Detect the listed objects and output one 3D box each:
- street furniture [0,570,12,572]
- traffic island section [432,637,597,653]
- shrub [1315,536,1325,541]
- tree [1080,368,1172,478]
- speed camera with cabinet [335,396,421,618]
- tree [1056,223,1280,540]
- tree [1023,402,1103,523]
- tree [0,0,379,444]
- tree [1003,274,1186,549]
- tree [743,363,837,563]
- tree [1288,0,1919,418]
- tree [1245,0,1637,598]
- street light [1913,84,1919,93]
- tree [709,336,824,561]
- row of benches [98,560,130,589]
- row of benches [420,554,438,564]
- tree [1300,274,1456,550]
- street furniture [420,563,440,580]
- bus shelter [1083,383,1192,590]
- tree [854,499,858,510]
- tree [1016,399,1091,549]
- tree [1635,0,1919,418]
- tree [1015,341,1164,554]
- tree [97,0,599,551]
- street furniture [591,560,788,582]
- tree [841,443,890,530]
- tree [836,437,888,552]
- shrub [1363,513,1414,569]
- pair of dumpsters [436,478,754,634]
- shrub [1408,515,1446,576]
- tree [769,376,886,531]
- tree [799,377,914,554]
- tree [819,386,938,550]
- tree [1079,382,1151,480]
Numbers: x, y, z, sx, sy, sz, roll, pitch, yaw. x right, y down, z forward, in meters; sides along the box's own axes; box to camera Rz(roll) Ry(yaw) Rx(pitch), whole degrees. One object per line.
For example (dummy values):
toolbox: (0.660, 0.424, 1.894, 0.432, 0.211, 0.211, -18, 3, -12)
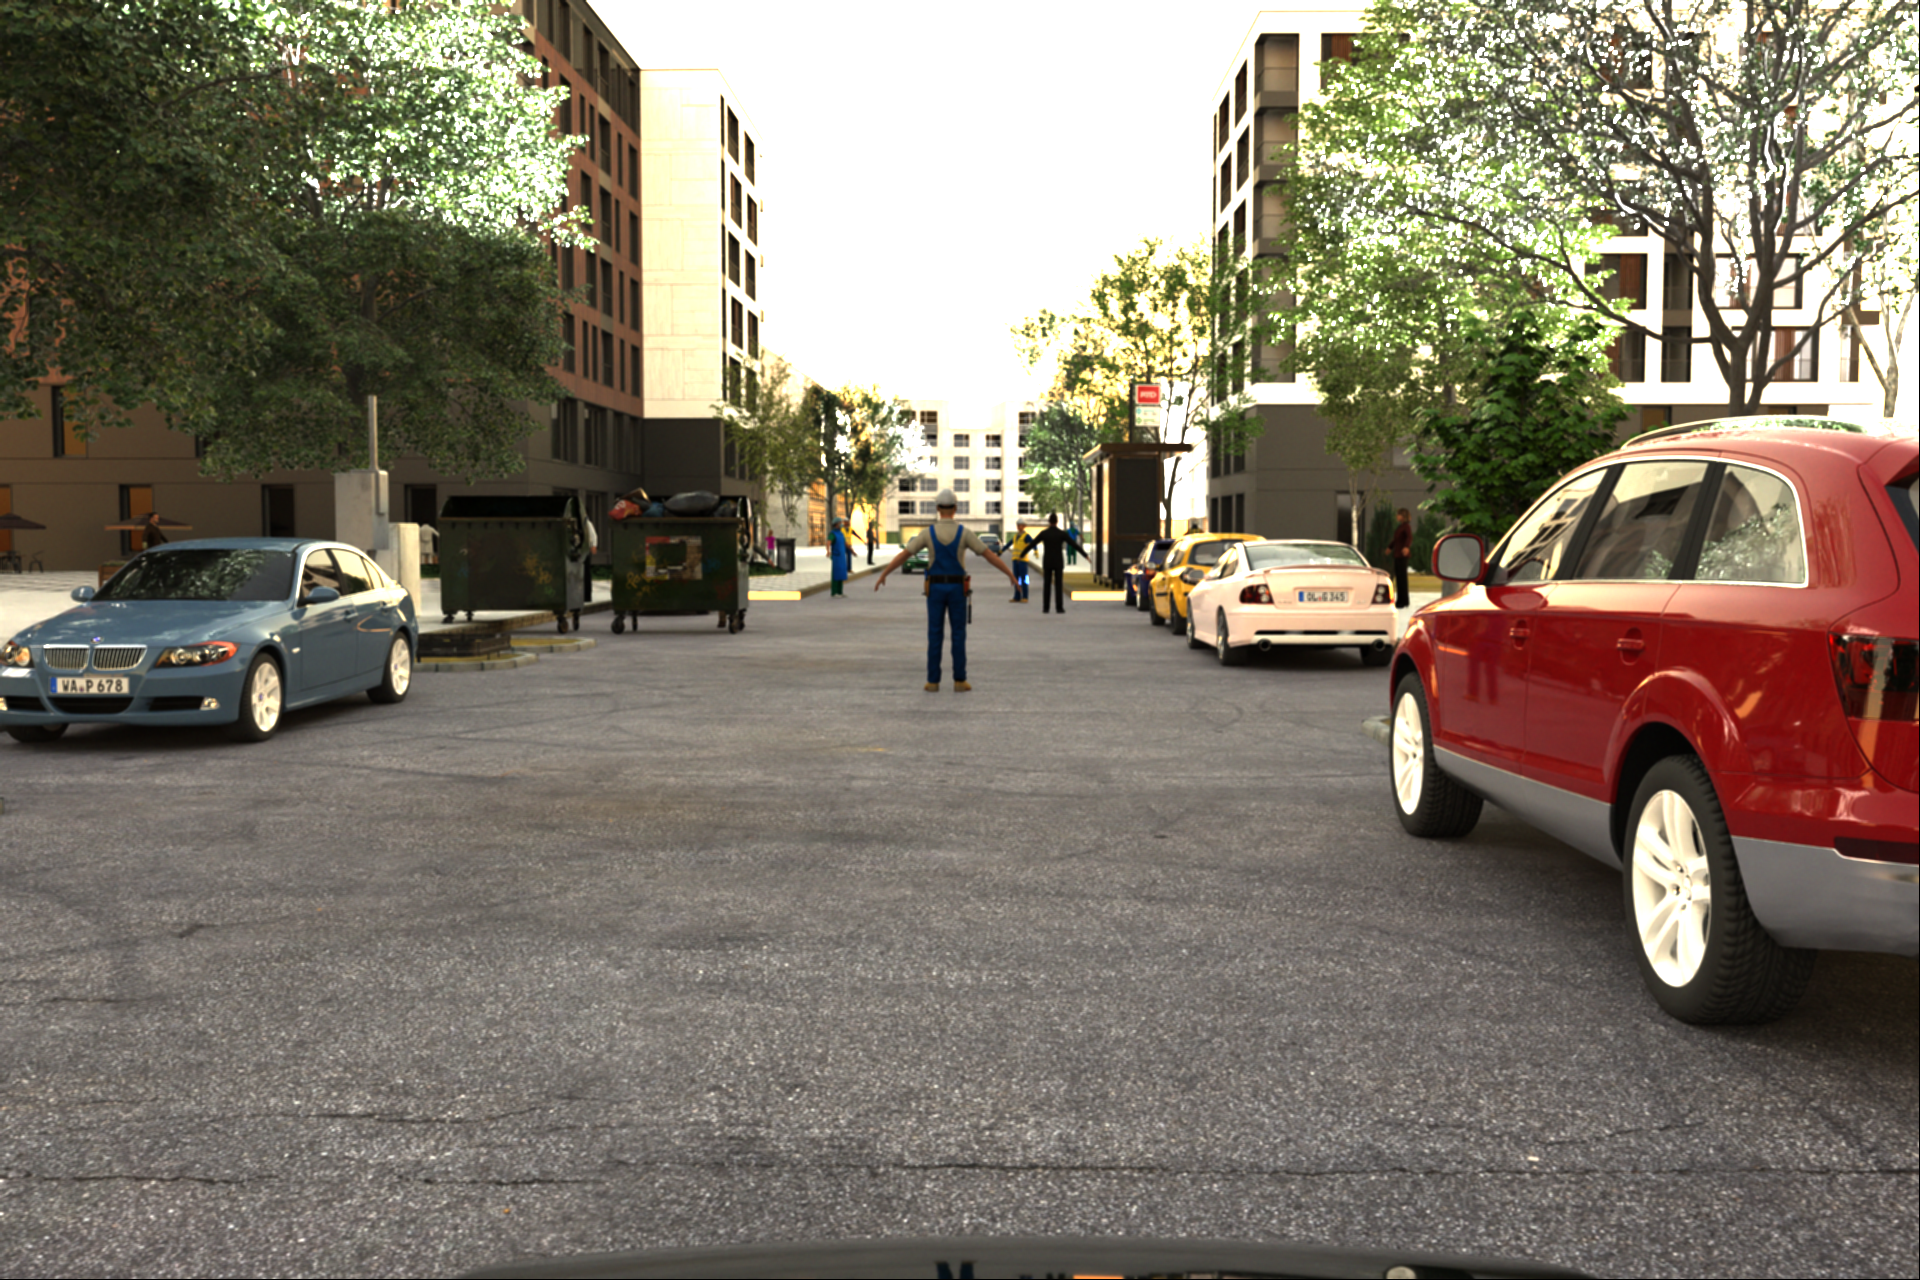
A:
street furniture: (-31.697, -2.599, 49.341, 11.010, 1.723, 9.812, 2, 4, 25)
traffic island section: (-5.650, 0.071, 21.700, 1.991, 0.108, 1.994, 0, 4, 1)
shrub: (11.752, -2.792, 56.761, 1.383, 1.207, 1.383, 0, 3, 0)
tree: (8.005, -7.700, 76.252, 4.360, 8.622, 3.978, 0, 3, 0)
speed camera with cabinet: (-8.582, -1.909, 25.547, 0.660, 3.252, 2.038, 0, 4, 1)
tree: (7.083, -8.138, 58.817, 9.928, 11.665, 9.643, 0, 3, 0)
tree: (8.720, -12.886, 136.440, 9.928, 11.665, 9.643, 0, 3, 0)
tree: (-11.225, -6.818, 18.129, 9.857, 13.997, 8.962, 0, 3, 0)
tree: (9.839, -16.465, 125.093, 12.611, 20.169, 13.585, 0, 3, 0)
tree: (-7.728, -7.638, 75.237, 4.360, 8.622, 3.978, 0, 3, 0)
tree: (9.849, -6.808, 21.681, 12.009, 13.543, 11.850, 0, 3, 0)
tree: (9.312, -7.080, 33.887, 7.486, 12.596, 7.792, 0, 3, 0)
street light: (7.766, -2.463, 13.056, 0.468, 5.910, 1.993, 0, 4, 1)
tree: (-7.393, -7.038, 65.439, 4.737, 8.622, 4.395, 0, 3, 0)
row of benches: (-18.423, -1.572, 41.159, 4.104, 0.672, 1.422, 0, 4, -2)
row of benches: (-17.826, -2.570, 57.479, 4.104, 0.672, 1.422, -1, 4, -22)
tree: (10.687, -5.938, 47.444, 4.360, 8.622, 3.978, 0, 3, 0)
street furniture: (-16.725, -2.134, 50.518, 10.072, 0.657, 5.734, 0, 4, 1)
bus shelter: (4.301, -4.053, 43.897, 2.179, 5.291, 8.768, 0, 4, 0)
tree: (-15.382, -17.223, 231.953, 4.737, 8.622, 4.395, 0, 3, 0)
tree: (8.420, -13.848, 144.547, 7.486, 12.596, 7.792, 0, 3, 0)
tree: (25.399, -11.878, 50.090, 12.611, 20.169, 13.585, 0, 3, 0)
tree: (8.414, -12.183, 109.563, 12.009, 13.543, 11.850, 0, 3, 0)
tree: (-11.748, -7.763, 33.575, 9.857, 13.997, 8.962, 0, 3, 0)
street furniture: (-8.111, -2.073, 49.523, 5.734, 0.657, 10.072, 0, 4, 8)
tree: (-7.243, -11.259, 134.448, 4.737, 8.622, 4.395, 0, 3, 0)
tree: (-7.005, -10.791, 126.801, 4.737, 8.622, 4.395, 0, 3, 0)
shrub: (13.794, -3.156, 55.646, 1.661, 2.075, 1.752, 0, 3, 0)
pair of dumpsters: (-5.279, -1.239, 25.213, 4.436, 2.255, 1.574, 0, 4, 1)
shrub: (14.576, -3.006, 53.562, 1.690, 2.028, 1.600, 0, 3, 0)
tree: (-7.832, -10.303, 102.868, 7.601, 10.594, 8.767, 0, 4, 6)
tree: (-7.201, -11.473, 113.343, 9.928, 11.665, 9.643, 0, 3, 0)
tree: (-6.914, -14.257, 143.474, 12.009, 13.543, 11.850, 0, 3, 0)
tree: (8.020, -8.118, 83.093, 4.360, 8.622, 3.978, 0, 3, 0)
